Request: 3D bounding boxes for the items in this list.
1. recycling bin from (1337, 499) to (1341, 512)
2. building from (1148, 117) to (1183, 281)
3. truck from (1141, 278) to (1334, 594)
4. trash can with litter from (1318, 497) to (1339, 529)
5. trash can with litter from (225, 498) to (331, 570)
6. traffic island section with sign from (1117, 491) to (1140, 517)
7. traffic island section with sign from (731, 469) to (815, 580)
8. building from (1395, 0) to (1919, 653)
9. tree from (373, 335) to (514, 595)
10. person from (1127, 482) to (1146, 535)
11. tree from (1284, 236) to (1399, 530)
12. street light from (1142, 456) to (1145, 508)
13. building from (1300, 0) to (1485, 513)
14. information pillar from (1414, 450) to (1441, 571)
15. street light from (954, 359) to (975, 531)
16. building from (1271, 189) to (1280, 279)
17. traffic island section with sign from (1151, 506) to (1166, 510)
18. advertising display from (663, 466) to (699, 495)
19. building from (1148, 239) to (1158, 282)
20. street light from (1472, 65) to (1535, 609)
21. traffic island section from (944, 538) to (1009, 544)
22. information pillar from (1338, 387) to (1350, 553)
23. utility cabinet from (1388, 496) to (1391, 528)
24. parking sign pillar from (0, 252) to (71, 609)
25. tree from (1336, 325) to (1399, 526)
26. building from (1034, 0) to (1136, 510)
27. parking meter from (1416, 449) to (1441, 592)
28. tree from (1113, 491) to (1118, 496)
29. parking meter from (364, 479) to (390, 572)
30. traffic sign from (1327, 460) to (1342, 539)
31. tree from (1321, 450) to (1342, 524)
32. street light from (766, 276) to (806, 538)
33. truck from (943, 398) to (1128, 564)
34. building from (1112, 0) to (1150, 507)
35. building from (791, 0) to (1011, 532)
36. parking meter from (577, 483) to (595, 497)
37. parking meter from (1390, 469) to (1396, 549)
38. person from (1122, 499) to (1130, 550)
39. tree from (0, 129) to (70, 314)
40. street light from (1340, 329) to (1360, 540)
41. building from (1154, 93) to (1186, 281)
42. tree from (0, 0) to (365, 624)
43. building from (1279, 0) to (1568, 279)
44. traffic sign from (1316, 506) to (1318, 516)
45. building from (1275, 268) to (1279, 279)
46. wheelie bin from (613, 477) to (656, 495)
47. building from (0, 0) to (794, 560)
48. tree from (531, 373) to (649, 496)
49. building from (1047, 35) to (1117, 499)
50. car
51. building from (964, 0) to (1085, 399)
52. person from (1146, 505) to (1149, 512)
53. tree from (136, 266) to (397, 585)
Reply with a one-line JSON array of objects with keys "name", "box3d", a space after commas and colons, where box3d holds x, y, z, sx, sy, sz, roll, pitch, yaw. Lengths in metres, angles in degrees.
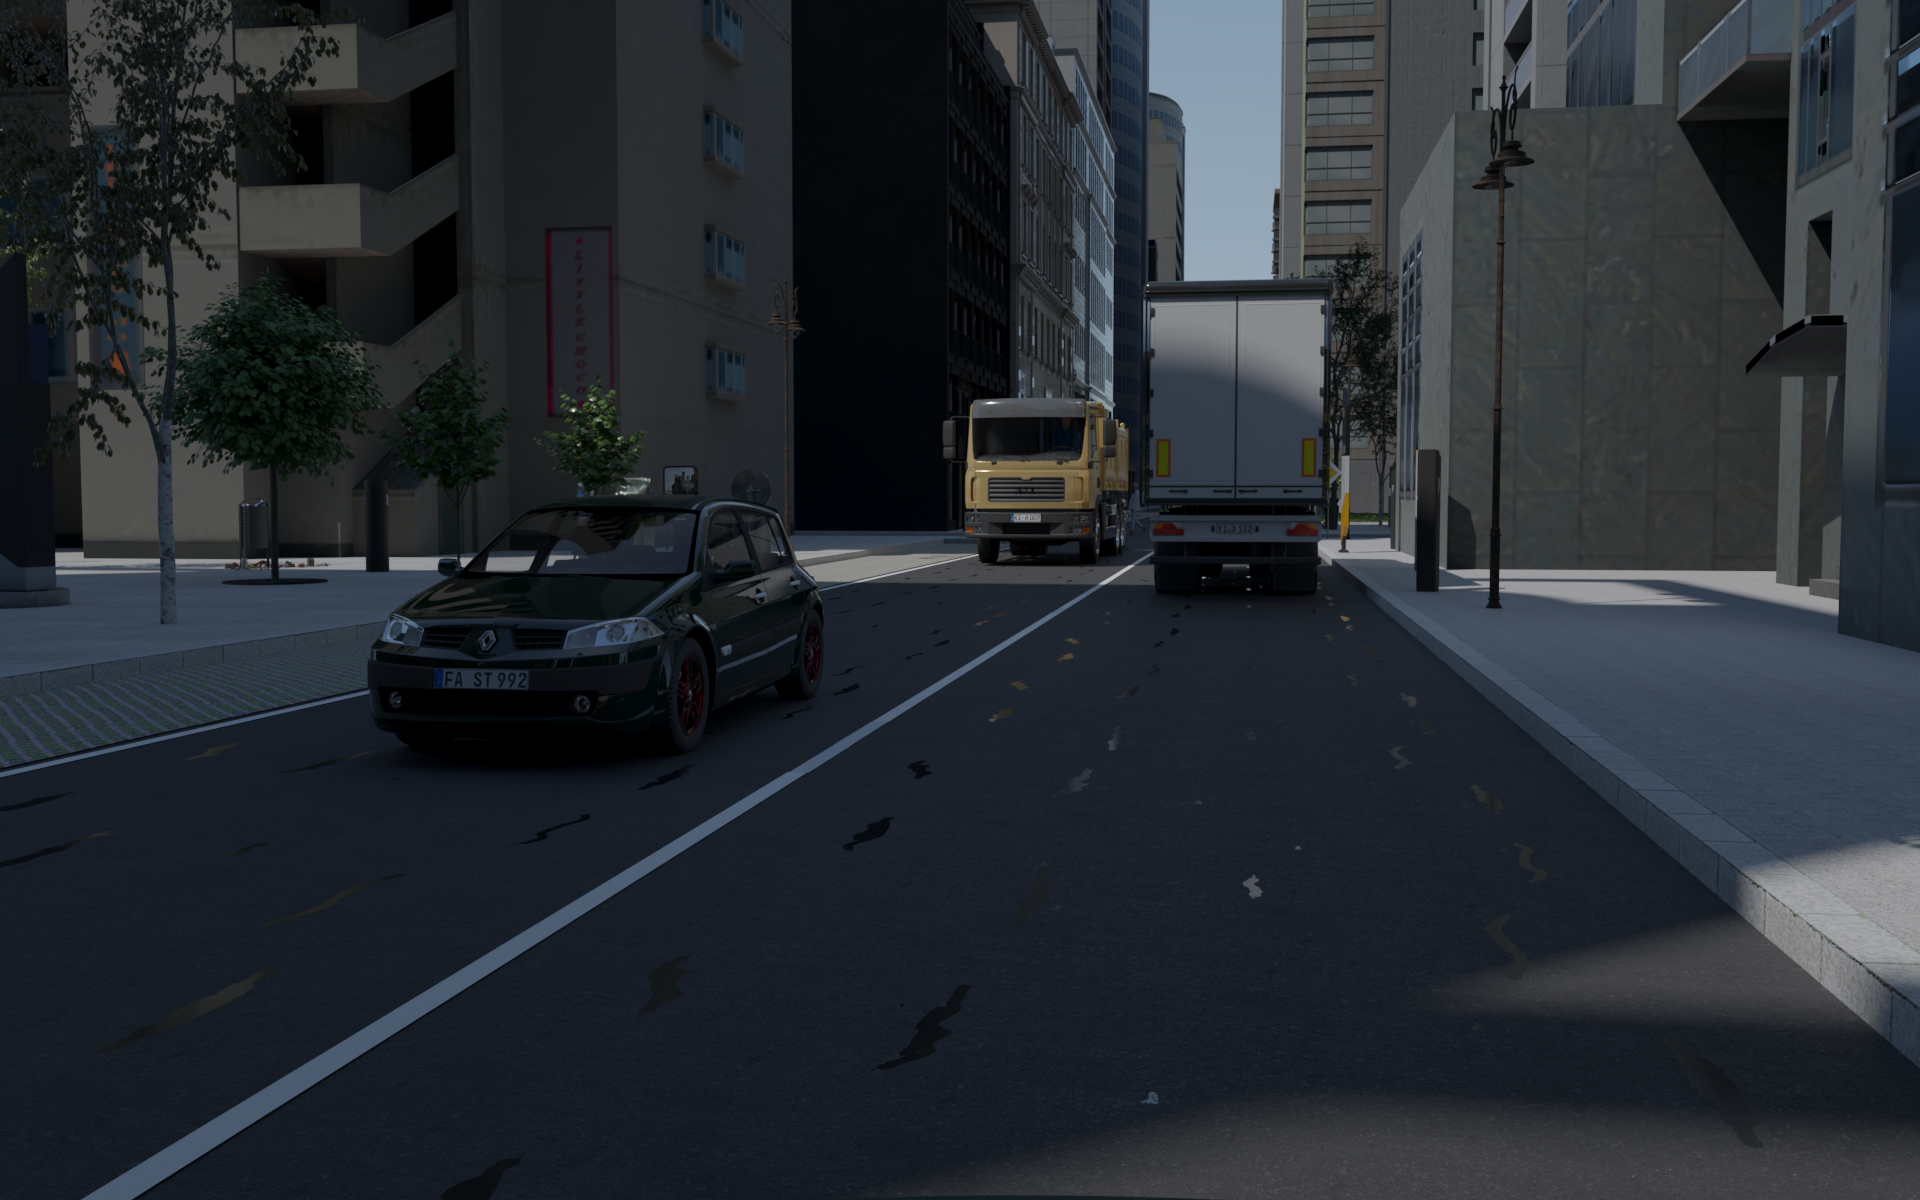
[{"name": "recycling bin", "box3d": [17.755, -4.188, 81.034, 0.722, 1.027, 0.722, 0, 4, 8]}, {"name": "building", "box3d": [18.000, -36.950, 227.834, 21.300, 48.544, 21.600, 1, 4, 9]}, {"name": "truck", "box3d": [4.528, -2.404, 28.226, 2.839, 4.237, 11.283, 1, 4, 9]}, {"name": "trash can with litter", "box3d": [13.473, -3.179, 63.370, 0.624, 1.170, 1.055, 0, 4, -7]}, {"name": "trash can with litter", "box3d": [-11.900, -1.173, 30.231, 1.678, 1.210, 2.233, 3, 4, 38]}, {"name": "traffic island section with sign", "box3d": [10.187, -6.073, 107.929, 1.989, 1.847, 2.006, 1, 4, 9]}, {"name": "traffic island section with sign", "box3d": [-3.311, -1.099, 26.589, 1.989, 1.847, 2.006, 1, 4, 9]}, {"name": "building", "box3d": [18.502, -43.272, 20.177, 22.319, 86.520, 31.000, 1, 4, 9]}, {"name": "tree", "box3d": [-6.305, -1.629, 21.228, 1.663, 3.219, 1.824, 0, 3, 0]}, {"name": "person", "box3d": [6.238, -3.222, 61.065, 0.818, 1.842, 0.514, -1, 4, -17]}, {"name": "tree", "box3d": [13.748, -7.809, 62.084, 7.601, 10.594, 8.767, 0, 4, -6]}, {"name": "street light", "box3d": [17.531, -11.758, 165.033, 0.468, 5.910, 1.993, 1, 4, 9]}, {"name": "building", "box3d": [24.303, -24.674, 87.019, 14.154, 41.232, 14.086, 1, 4, 9]}, {"name": "information pillar", "box3d": [7.827, -1.500, 29.013, 0.304, 2.012, 0.304, 3, 5, 41]}, {"name": "street light", "box3d": [0.160, -5.289, 59.258, 0.468, 5.910, 1.993, 1, 4, 9]}, {"name": "building", "box3d": [54.551, -35.894, 241.483, 22.147, 44.769, 28.867, 1, 4, 9]}, {"name": "traffic island section with sign", "box3d": [18.321, -9.072, 156.958, 1.989, 1.847, 2.006, 1, 4, 9]}, {"name": "advertising display", "box3d": [-6.374, -2.102, 39.576, 0.974, 1.923, 0.123, 2, 4, 33]}, {"name": "building", "box3d": [14.233, -25.578, 189.908, 14.160, 30.474, 14.107, 1, 4, 9]}, {"name": "street light", "box3d": [5.999, -2.843, 19.279, 0.468, 5.910, 1.993, 1, 4, 9]}, {"name": "traffic island section", "box3d": [0.735, -1.754, 50.956, 2.009, 0.180, 2.903, 1, 4, 9]}, {"name": "information pillar", "box3d": [8.402, -2.838, 37.761, 0.183, 3.616, 0.504, 0, 4, 3]}, {"name": "utility cabinet", "box3d": [16.962, -3.391, 66.610, 1.020, 1.237, 0.306, -1, 4, -22]}, {"name": "parking sign pillar", "box3d": [-11.059, -1.918, 19.837, 1.447, 3.967, 1.447, 1, 4, 21]}, {"name": "tree", "box3d": [17.025, -7.296, 69.656, 4.360, 8.622, 3.978, 0, 3, 0]}, {"name": "building", "box3d": [4.222, -43.141, 143.612, 20.563, 71.187, 20.611, 1, 4, 9]}, {"name": "parking meter", "box3d": [6.179, -1.047, 22.831, 0.255, 1.863, 0.399, 1, 4, 23]}, {"name": "tree", "box3d": [11.621, -8.305, 130.395, 1.663, 3.219, 1.824, 0, 3, 0]}, {"name": "parking meter", "box3d": [-9.618, -1.232, 28.561, 0.372, 1.533, 0.369, 0, 3, 0]}, {"name": "traffic sign", "box3d": [10.468, -2.790, 49.265, 0.795, 2.450, 0.064, 1, 4, 9]}, {"name": "tree", "box3d": [15.845, -4.870, 74.232, 1.663, 3.219, 1.824, 0, 3, 0]}, {"name": "street light", "box3d": [-3.685, -3.916, 36.808, 0.468, 5.910, 1.993, 1, 4, 9]}, {"name": "truck", "box3d": [2.012, -2.568, 37.903, 3.469, 3.379, 9.791, 1, 4, 10]}, {"name": "building", "box3d": [6.971, -38.302, 168.242, 21.231, 58.520, 28.212, 1, 4, 9]}, {"name": "building", "box3d": [-5.203, -14.528, 67.217, 12.332, 23.373, 15.834, 1, 4, 9]}, {"name": "parking meter", "box3d": [-7.081, -1.501, 32.947, 0.372, 1.533, 0.369, 0, 3, 0]}, {"name": "parking meter", "box3d": [10.192, -2.116, 40.314, 0.255, 1.863, 0.399, 0, 4, 0]}, {"name": "person", "box3d": [4.157, -1.918, 44.134, 0.394, 1.301, 0.425, -1, 4, -17]}, {"name": "tree", "box3d": [-17.238, -4.771, 28.373, 4.737, 8.622, 4.395, 0, 3, 0]}, {"name": "street light", "box3d": [10.954, -4.648, 48.781, 0.468, 5.910, 1.993, 1, 4, 9]}, {"name": "building", "box3d": [21.536, -43.434, 252.143, 21.231, 58.520, 28.212, 1, 4, 9]}, {"name": "tree", "box3d": [-8.069, -4.066, 16.849, 4.360, 8.622, 3.978, 0, 3, 0]}, {"name": "building", "box3d": [31.945, -35.029, 114.719, 21.231, 58.520, 28.212, 1, 4, 9]}, {"name": "traffic sign", "box3d": [11.775, -3.272, 57.143, 0.795, 2.450, 0.064, 1, 4, 9]}, {"name": "building", "box3d": [47.068, -27.471, 220.844, 14.160, 30.474, 14.107, 1, 4, 9]}, {"name": "wheelie bin", "box3d": [-6.117, -1.505, 32.508, 0.980, 1.594, 0.693, 1, 4, 17]}, {"name": "building", "box3d": [-17.238, -25.672, 43.442, 21.600, 48.544, 21.300, 1, 4, 9]}, {"name": "tree", "box3d": [-5.707, -2.024, 27.690, 1.663, 3.219, 1.824, 0, 3, 0]}, {"name": "building", "box3d": [3.581, -20.586, 114.076, 11.434, 29.767, 29.804, 1, 4, 9]}, {"name": "car", "box3d": [-2.096, -0.069, 10.915, 2.009, 1.686, 4.222, 1, 4, 10]}, {"name": "building", "box3d": [-1.105, -17.730, 87.148, 12.463, 27.353, 25.104, 1, 4, 9]}, {"name": "person", "box3d": [14.650, -7.754, 136.066, 0.721, 1.735, 1.217, 0, 4, 5]}, {"name": "tree", "box3d": [-9.833, -2.521, 24.925, 4.285, 4.588, 4.351, 0, 3, 0]}]
